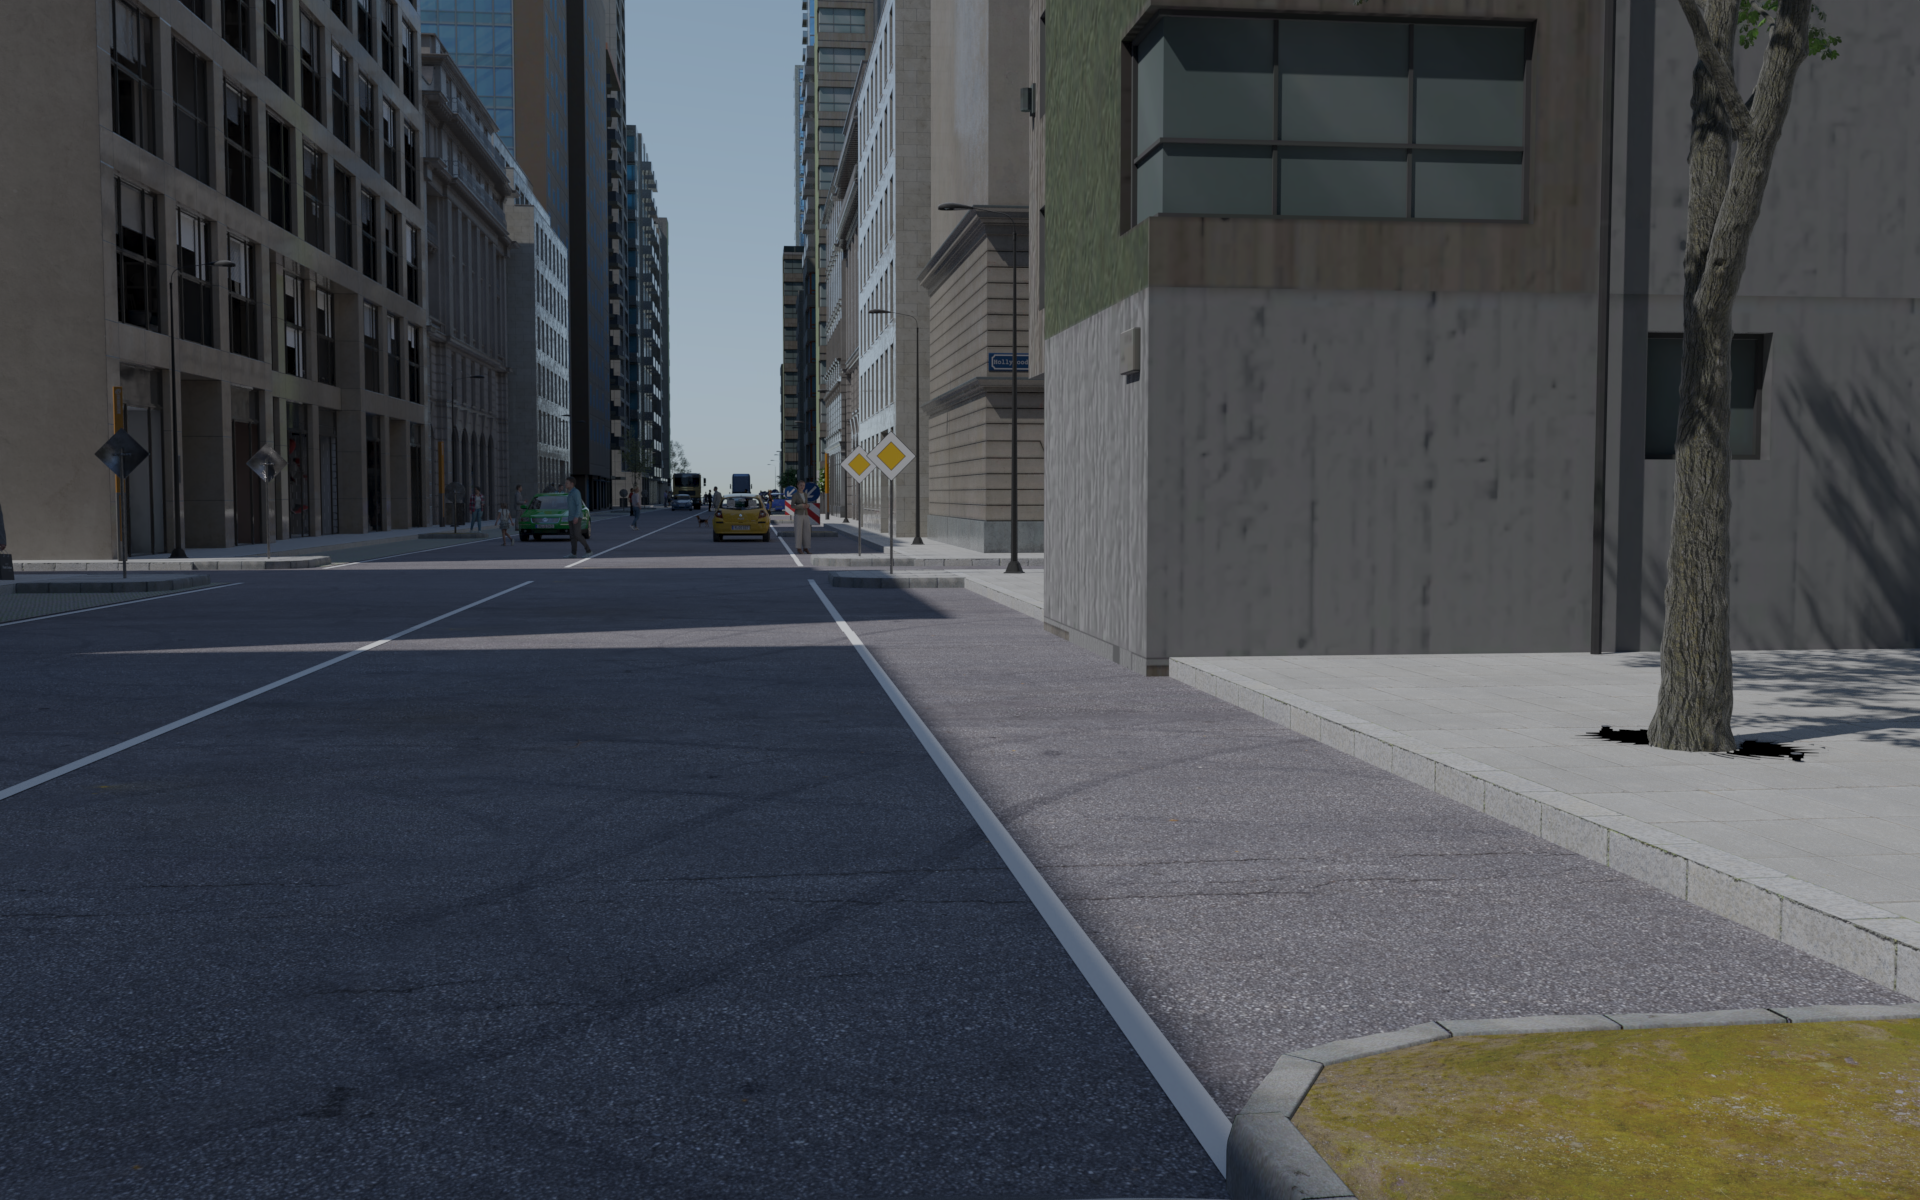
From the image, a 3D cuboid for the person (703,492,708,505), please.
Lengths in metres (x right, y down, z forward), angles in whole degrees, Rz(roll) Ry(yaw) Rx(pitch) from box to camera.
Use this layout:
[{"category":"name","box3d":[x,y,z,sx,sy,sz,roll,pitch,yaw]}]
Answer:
[{"category":"person","box3d":[-33.488,-13.400,228.147,0.990,1.755,0.434,2,4,28]}]

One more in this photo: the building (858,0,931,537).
[{"category":"building","box3d":[2.250,-12.516,59.395,10.420,20.320,16.860,0,4,-7]}]

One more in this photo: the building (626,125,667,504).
[{"category":"building","box3d":[-50.691,-37.021,224.902,23.786,49.044,30.456,0,4,-7]}]

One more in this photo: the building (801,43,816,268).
[{"category":"building","box3d":[-4.233,-33.758,171.553,23.786,49.044,30.456,0,4,-7]}]

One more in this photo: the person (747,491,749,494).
[{"category":"person","box3d":[-22.192,-10.494,180.809,0.721,1.736,1.217,2,4,35]}]

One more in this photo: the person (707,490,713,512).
[{"category":"person","box3d":[-20.486,-8.165,142.128,0.705,1.807,1.348,1,4,13]}]

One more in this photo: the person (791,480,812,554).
[{"category":"person","box3d":[-3.757,-1.966,41.197,0.519,1.759,0.362,-3,5,-43]}]

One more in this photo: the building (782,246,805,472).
[{"category":"building","box3d":[-13.759,-26.393,203.233,14.160,30.474,14.107,0,4,-7]}]

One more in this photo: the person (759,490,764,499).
[{"category":"person","box3d":[-21.357,-10.882,186.285,0.599,1.838,0.709,2,4,27]}]

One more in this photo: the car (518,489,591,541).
[{"category":"car","box3d":[-12.593,-2.760,53.919,1.959,1.807,4.718,0,4,-5]}]

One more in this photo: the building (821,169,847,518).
[{"category":"building","box3d":[-2.886,-15.467,102.030,9.793,20.994,18.267,0,4,-7]}]

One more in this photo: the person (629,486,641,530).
[{"category":"person","box3d":[-12.838,-3.626,68.463,0.731,1.740,0.598,3,4,39]}]

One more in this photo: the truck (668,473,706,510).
[{"category":"truck","box3d":[-25.341,-10.084,160.797,3.469,3.379,9.791,-1,4,-9]}]

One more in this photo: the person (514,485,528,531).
[{"category":"person","box3d":[-17.009,-3.575,67.147,0.583,1.804,0.606,-1,4,-18]}]

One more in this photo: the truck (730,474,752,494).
[{"category":"truck","box3d":[-27.874,-14.162,221.308,2.967,4.110,18.799,0,4,-8]}]

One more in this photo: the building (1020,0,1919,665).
[{"category":"building","box3d":[7.598,-15.204,20.291,14.160,30.474,14.107,0,4,-7]}]

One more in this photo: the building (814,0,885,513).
[{"category":"building","box3d":[-3.086,-26.718,120.439,14.154,41.232,14.086,0,4,-7]}]

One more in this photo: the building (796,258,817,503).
[{"category":"building","box3d":[0.760,-18.231,143.121,27.650,21.520,28.899,0,4,-7]}]

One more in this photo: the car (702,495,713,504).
[{"category":"car","box3d":[-35.552,-14.288,245.972,2.083,1.381,4.827,0,4,-5]}]

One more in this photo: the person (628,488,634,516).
[{"category":"person","box3d":[-21.092,-6.308,111.573,0.705,1.831,1.348,1,4,15]}]

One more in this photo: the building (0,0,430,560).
[{"category":"building","box3d":[-28.092,-14.928,48.590,19.350,26.468,34.151,0,4,-7]}]

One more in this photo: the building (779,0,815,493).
[{"category":"building","box3d":[-15.170,-57.518,253.089,22.319,86.520,31.000,0,4,-7]}]

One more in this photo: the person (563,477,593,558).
[{"category":"person","box3d":[-8.562,-1.852,38.792,0.620,1.820,0.660,-2,4,-32]}]

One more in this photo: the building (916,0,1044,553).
[{"category":"building","box3d":[16.699,-13.752,43.923,34.723,24.649,14.460,0,4,-7]}]

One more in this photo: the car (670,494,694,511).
[{"category":"car","box3d":[-23.788,-8.328,148.158,2.014,1.417,4.499,-1,4,-9]}]

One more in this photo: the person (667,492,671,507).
[{"category":"person","box3d":[-33.167,-11.481,197.006,0.721,1.735,1.217,-3,4,-36]}]

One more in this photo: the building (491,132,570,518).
[{"category":"building","box3d":[-28.563,-14.944,99.079,10.420,20.320,16.860,0,4,-7]}]

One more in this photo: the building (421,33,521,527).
[{"category":"building","box3d":[-28.024,-14.447,78.002,13.314,21.916,24.055,0,4,-7]}]

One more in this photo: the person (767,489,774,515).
[{"category":"person","box3d":[-12.672,-6.571,116.465,0.721,1.766,1.217,-1,4,-14]}]

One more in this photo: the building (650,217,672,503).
[{"category":"building","box3d":[-48.948,-34.520,247.991,14.154,41.232,14.086,0,4,-7]}]

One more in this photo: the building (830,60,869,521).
[{"category":"building","box3d":[1.220,-14.596,80.447,13.314,21.916,24.055,0,4,-7]}]

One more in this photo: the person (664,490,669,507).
[{"category":"person","box3d":[-31.113,-10.732,183.832,0.599,1.838,0.709,0,4,5]}]

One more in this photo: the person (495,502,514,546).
[{"category":"person","box3d":[-12.635,-2.110,48.008,0.382,1.210,0.505,3,5,40]}]

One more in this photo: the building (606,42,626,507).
[{"category":"building","box3d":[-43.788,-31.210,164.913,22.147,44.769,28.867,0,4,-7]}]

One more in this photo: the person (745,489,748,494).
[{"category":"person","box3d":[-16.506,-7.645,133.455,0.705,1.831,1.348,-2,4,-27]}]

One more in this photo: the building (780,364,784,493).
[{"category":"building","box3d":[-9.254,-23.281,225.678,27.650,21.520,28.899,0,4,-7]}]

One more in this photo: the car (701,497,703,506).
[{"category":"car","box3d":[-32.180,-12.116,209.896,2.131,1.459,4.920,0,4,-7]}]

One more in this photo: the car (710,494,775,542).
[{"category":"car","box3d":[-6.694,-2.631,53.243,2.015,1.641,3.980,0,4,-6]}]

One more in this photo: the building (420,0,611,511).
[{"category":"building","box3d":[-36.855,-30.213,144.088,14.600,45.320,14.200,0,4,-7]}]

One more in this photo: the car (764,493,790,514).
[{"category":"car","box3d":[-13.173,-7.081,125.368,1.945,1.707,3.694,0,4,-8]}]

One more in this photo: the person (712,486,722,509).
[{"category":"person","box3d":[-11.639,-4.548,82.958,0.391,1.810,0.635,1,4,17]}]

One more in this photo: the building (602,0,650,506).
[{"category":"building","box3d":[-46.679,-46.531,199.040,20.563,71.187,20.611,0,4,-7]}]

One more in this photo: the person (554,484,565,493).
[{"category":"person","box3d":[-16.692,-3.916,72.394,0.638,1.841,0.748,0,4,4]}]
